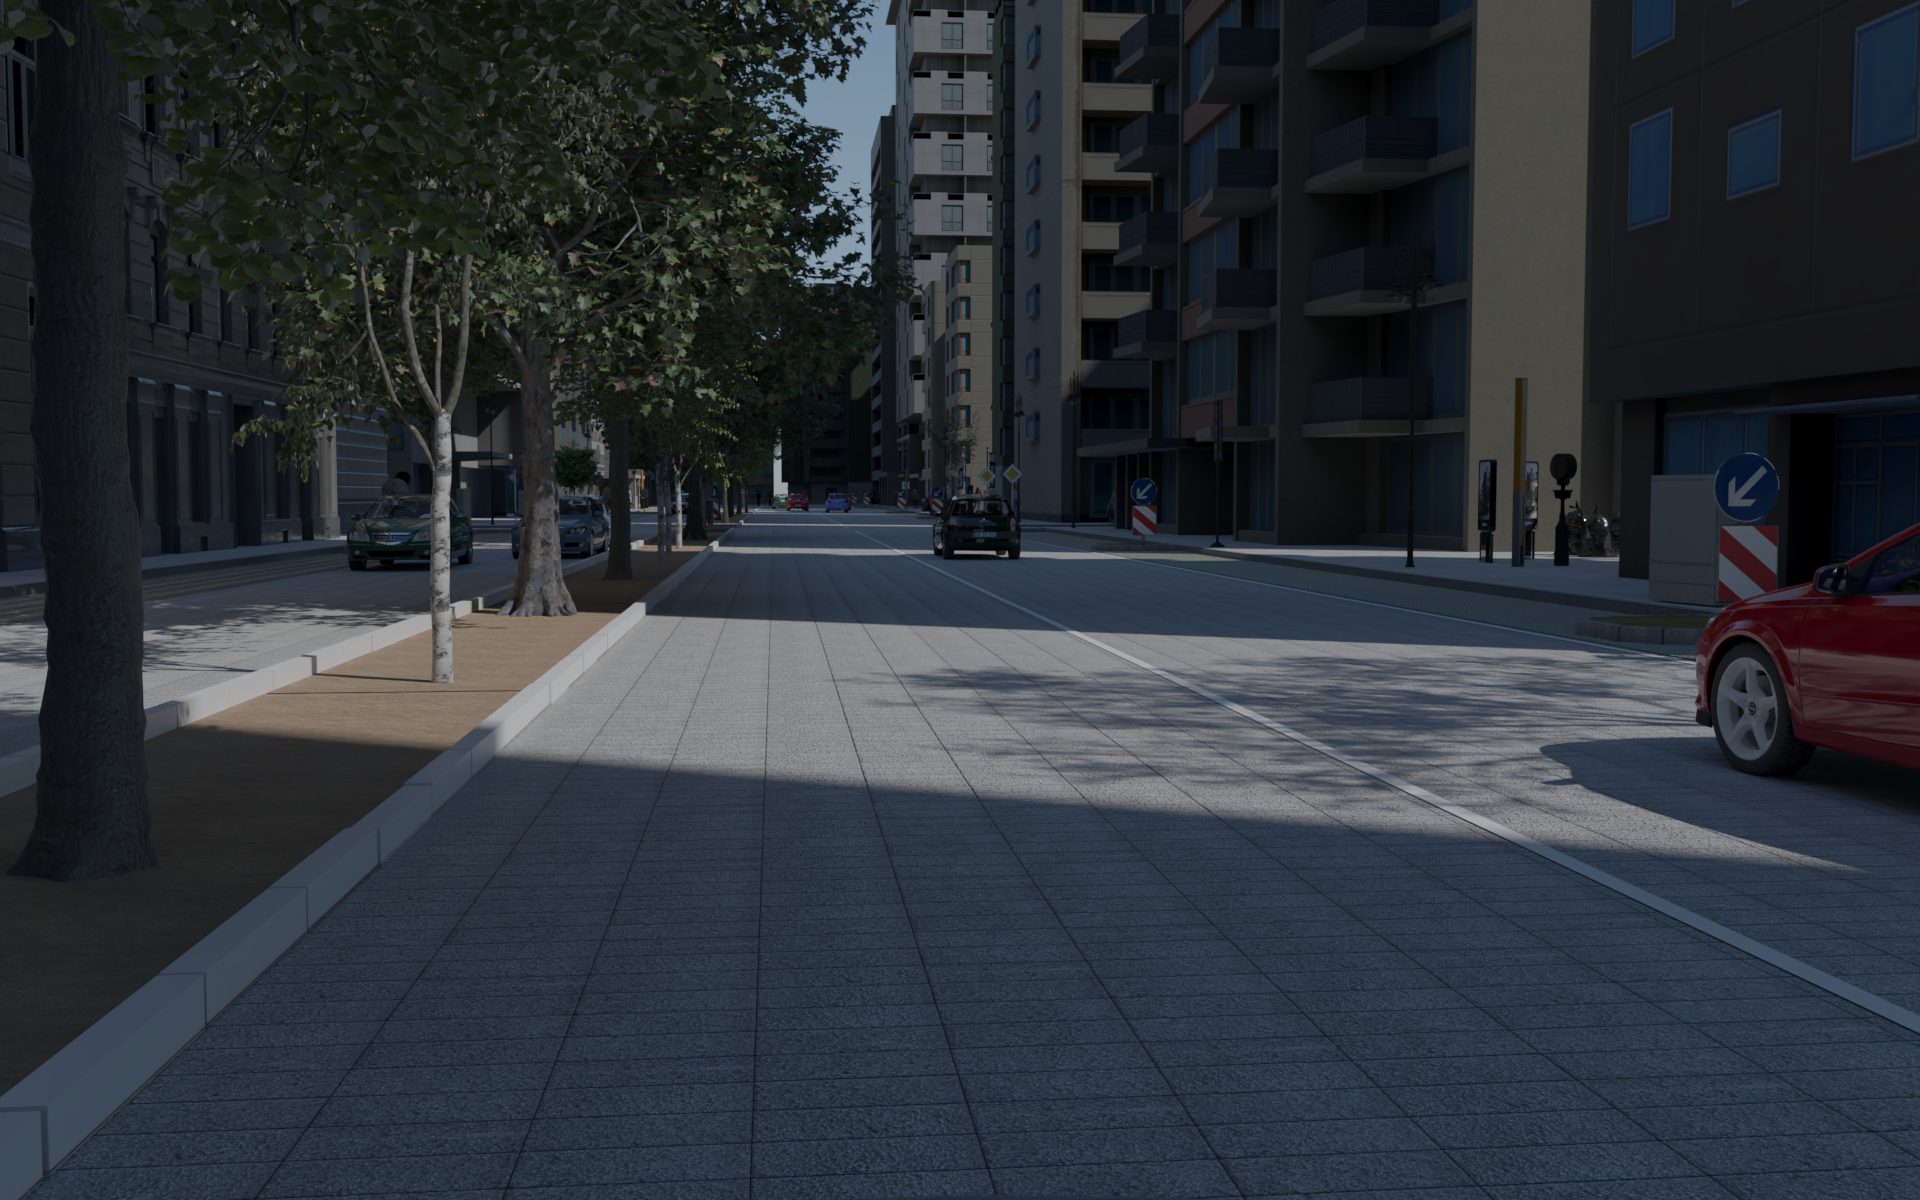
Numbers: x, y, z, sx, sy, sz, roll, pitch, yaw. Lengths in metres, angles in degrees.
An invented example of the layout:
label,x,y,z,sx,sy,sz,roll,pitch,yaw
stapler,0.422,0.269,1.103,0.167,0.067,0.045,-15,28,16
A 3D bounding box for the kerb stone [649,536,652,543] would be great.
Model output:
label,x,y,z,sx,sy,sz,roll,pitch,yaw
kerb stone,-9.015,-1.684,49.733,0.120,0.150,1.000,0,4,-6

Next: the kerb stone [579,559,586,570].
label,x,y,z,sx,sy,sz,roll,pitch,yaw
kerb stone,-7.165,-0.623,32.435,0.120,0.150,1.000,0,4,-6

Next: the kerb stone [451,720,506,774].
label,x,y,z,sx,sy,sz,roll,pitch,yaw
kerb stone,-2.570,0.794,9.211,0.120,0.150,1.000,0,4,-6

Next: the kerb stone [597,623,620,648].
label,x,y,z,sx,sy,sz,roll,pitch,yaw
kerb stone,-3.336,0.358,16.352,0.120,0.150,1.000,0,4,-6

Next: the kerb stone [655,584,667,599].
label,x,y,z,sx,sy,sz,roll,pitch,yaw
kerb stone,-4.101,-0.080,23.499,0.120,0.150,1.000,0,4,-6

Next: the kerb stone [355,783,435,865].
label,x,y,z,sx,sy,sz,roll,pitch,yaw
kerb stone,-2.349,0.928,7.178,0.120,0.150,1.000,0,4,-6

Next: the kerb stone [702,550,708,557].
label,x,y,z,sx,sy,sz,roll,pitch,yaw
kerb stone,-5.626,-0.954,37.790,0.120,0.150,1.000,0,4,-6

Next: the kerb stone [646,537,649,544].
label,x,y,z,sx,sy,sz,roll,pitch,yaw
kerb stone,-8.916,-1.618,48.716,0.120,0.150,1.000,0,4,-6

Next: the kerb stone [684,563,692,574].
label,x,y,z,sx,sy,sz,roll,pitch,yaw
kerb stone,-4.866,-0.517,30.654,0.120,0.150,1.000,0,4,-6

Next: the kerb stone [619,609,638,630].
label,x,y,z,sx,sy,sz,roll,pitch,yaw
kerb stone,-3.551,0.232,18.400,0.120,0.150,1.000,0,4,-6

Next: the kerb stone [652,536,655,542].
label,x,y,z,sx,sy,sz,roll,pitch,yaw
kerb stone,-9.123,-1.741,50.752,0.120,0.150,1.000,0,4,-6

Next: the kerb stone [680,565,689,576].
label,x,y,z,sx,sy,sz,roll,pitch,yaw
kerb stone,-4.758,-0.454,29.620,0.120,0.150,1.000,0,4,-6

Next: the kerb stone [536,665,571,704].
label,x,y,z,sx,sy,sz,roll,pitch,yaw
kerb stone,-2.894,0.607,12.274,0.120,0.150,1.000,0,4,-6

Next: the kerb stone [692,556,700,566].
label,x,y,z,sx,sy,sz,roll,pitch,yaw
kerb stone,-5.187,-0.704,33.711,0.120,0.150,1.000,0,4,-6

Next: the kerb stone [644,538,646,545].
label,x,y,z,sx,sy,sz,roll,pitch,yaw
kerb stone,-8.803,-1.560,47.700,0.120,0.150,1.000,0,4,-6

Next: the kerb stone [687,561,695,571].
label,x,y,z,sx,sy,sz,roll,pitch,yaw
kerb stone,-4.975,-0.579,31.670,0.120,0.150,1.000,0,4,-6

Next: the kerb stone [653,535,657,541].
label,x,y,z,sx,sy,sz,roll,pitch,yaw
kerb stone,-9.234,-1.809,51.767,0.120,0.150,1.000,0,4,-6

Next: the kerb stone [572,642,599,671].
label,x,y,z,sx,sy,sz,roll,pitch,yaw
kerb stone,-3.113,0.482,14.311,0.120,0.150,1.000,0,4,-6

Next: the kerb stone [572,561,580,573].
label,x,y,z,sx,sy,sz,roll,pitch,yaw
kerb stone,-7.048,-0.564,31.416,0.120,0.150,1.000,0,4,-6

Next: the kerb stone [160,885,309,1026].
label,x,y,z,sx,sy,sz,roll,pitch,yaw
kerb stone,-2.137,1.043,5.143,0.120,0.150,1.000,0,4,-6

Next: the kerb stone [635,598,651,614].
label,x,y,z,sx,sy,sz,roll,pitch,yaw
kerb stone,-3.774,0.107,20.443,0.120,0.150,1.000,0,4,-6

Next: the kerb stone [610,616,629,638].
label,x,y,z,sx,sy,sz,roll,pitch,yaw
kerb stone,-3.444,0.295,17.368,0.120,0.150,1.000,0,4,-6

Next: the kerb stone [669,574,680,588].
label,x,y,z,sx,sy,sz,roll,pitch,yaw
kerb stone,-4.422,-0.264,26.554,0.120,0.150,1.000,0,4,-6

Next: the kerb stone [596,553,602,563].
label,x,y,z,sx,sy,sz,roll,pitch,yaw
kerb stone,-7.494,-0.813,35.486,0.120,0.150,1.000,0,4,-6

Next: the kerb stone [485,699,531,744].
label,x,y,z,sx,sy,sz,roll,pitch,yaw
kerb stone,-2.682,0.732,10.228,0.120,0.150,1.000,0,4,-6

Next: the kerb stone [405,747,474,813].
label,x,y,z,sx,sy,sz,roll,pitch,yaw
kerb stone,-2.461,0.857,8.195,0.120,0.150,1.000,0,4,-6

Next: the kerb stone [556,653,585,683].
label,x,y,z,sx,sy,sz,roll,pitch,yaw
kerb stone,-3.011,0.549,13.294,0.120,0.150,1.000,0,4,-6

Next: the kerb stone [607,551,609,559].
label,x,y,z,sx,sy,sz,roll,pitch,yaw
kerb stone,-7.717,-0.937,37.526,0.120,0.150,1.000,0,4,-6

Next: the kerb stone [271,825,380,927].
label,x,y,z,sx,sy,sz,roll,pitch,yaw
kerb stone,-2.247,0.981,6.159,0.120,0.150,1.000,0,4,-6

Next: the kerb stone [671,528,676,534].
label,x,y,z,sx,sy,sz,roll,pitch,yaw
kerb stone,-10.654,-2.617,65.003,0.120,0.150,1.000,0,4,-6

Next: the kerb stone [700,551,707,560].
label,x,y,z,sx,sy,sz,roll,pitch,yaw
kerb stone,-5.516,-0.890,36.769,0.120,0.150,1.000,0,4,-6

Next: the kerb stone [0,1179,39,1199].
label,x,y,z,sx,sy,sz,roll,pitch,yaw
kerb stone,-1.919,1.168,3.104,0.120,0.150,1.000,0,4,-6

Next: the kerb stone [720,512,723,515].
label,x,y,z,sx,sy,sz,roll,pitch,yaw
kerb stone,-17.152,-6.334,125.764,0.120,0.150,1.000,0,4,-6

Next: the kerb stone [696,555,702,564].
label,x,y,z,sx,sy,sz,roll,pitch,yaw
kerb stone,-5.297,-0.763,34.727,0.120,0.150,1.000,0,4,-6

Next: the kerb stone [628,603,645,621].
label,x,y,z,sx,sy,sz,roll,pitch,yaw
kerb stone,-3.660,0.169,19.424,0.120,0.150,1.000,0,4,-6

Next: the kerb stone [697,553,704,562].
label,x,y,z,sx,sy,sz,roll,pitch,yaw
kerb stone,-5.414,-0.829,35.752,0.120,0.150,1.000,0,4,-6

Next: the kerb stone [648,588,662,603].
label,x,y,z,sx,sy,sz,roll,pitch,yaw
kerb stone,-3.993,-0.015,22.476,0.120,0.150,1.000,0,4,-6

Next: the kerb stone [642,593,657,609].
label,x,y,z,sx,sy,sz,roll,pitch,yaw
kerb stone,-3.879,0.045,21.460,0.120,0.150,1.000,0,4,-6

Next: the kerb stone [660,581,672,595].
label,x,y,z,sx,sy,sz,roll,pitch,yaw
kerb stone,-4.207,-0.136,24.515,0.120,0.150,1.000,0,4,-6

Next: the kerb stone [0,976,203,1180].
label,x,y,z,sx,sy,sz,roll,pitch,yaw
kerb stone,-2.027,1.105,4.127,0.120,0.150,1.000,0,4,-6

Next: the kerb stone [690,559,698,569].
label,x,y,z,sx,sy,sz,roll,pitch,yaw
kerb stone,-5.079,-0.635,32.687,0.120,0.150,1.000,0,4,-6

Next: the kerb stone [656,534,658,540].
label,x,y,z,sx,sy,sz,roll,pitch,yaw
kerb stone,-9.346,-1.868,52.793,0.120,0.150,1.000,0,4,-6

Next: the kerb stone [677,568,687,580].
label,x,y,z,sx,sy,sz,roll,pitch,yaw
kerb stone,-4.636,-0.388,28.595,0.120,0.150,1.000,0,4,-6

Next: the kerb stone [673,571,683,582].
label,x,y,z,sx,sy,sz,roll,pitch,yaw
kerb stone,-4.538,-0.329,27.571,0.120,0.150,1.000,0,4,-6

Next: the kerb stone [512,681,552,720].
label,x,y,z,sx,sy,sz,roll,pitch,yaw
kerb stone,-2.794,0.670,11.243,0.120,0.150,1.000,0,4,-6

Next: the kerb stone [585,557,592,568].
label,x,y,z,sx,sy,sz,roll,pitch,yaw
kerb stone,-7.280,-0.686,33.453,0.120,0.150,1.000,0,4,-6

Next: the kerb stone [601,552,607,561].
label,x,y,z,sx,sy,sz,roll,pitch,yaw
kerb stone,-7.607,-0.872,36.502,0.120,0.150,1.000,0,4,-6

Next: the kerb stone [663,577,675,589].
label,x,y,z,sx,sy,sz,roll,pitch,yaw
kerb stone,-4.323,-0.204,25.533,0.120,0.150,1.000,0,4,-6

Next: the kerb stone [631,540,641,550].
label,x,y,z,sx,sy,sz,roll,pitch,yaw
kerb stone,-8.576,-1.434,45.664,0.120,0.150,1.000,0,4,-6

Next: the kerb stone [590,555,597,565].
label,x,y,z,sx,sy,sz,roll,pitch,yaw
kerb stone,-7.384,-0.747,34.470,0.120,0.150,1.000,0,4,-6

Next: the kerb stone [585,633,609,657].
label,x,y,z,sx,sy,sz,roll,pitch,yaw
kerb stone,-3.235,0.427,15.331,0.120,0.150,1.000,0,4,-6

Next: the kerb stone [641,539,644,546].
label,x,y,z,sx,sy,sz,roll,pitch,yaw
kerb stone,-8.696,-1.498,46.681,0.120,0.150,1.000,0,4,-6
